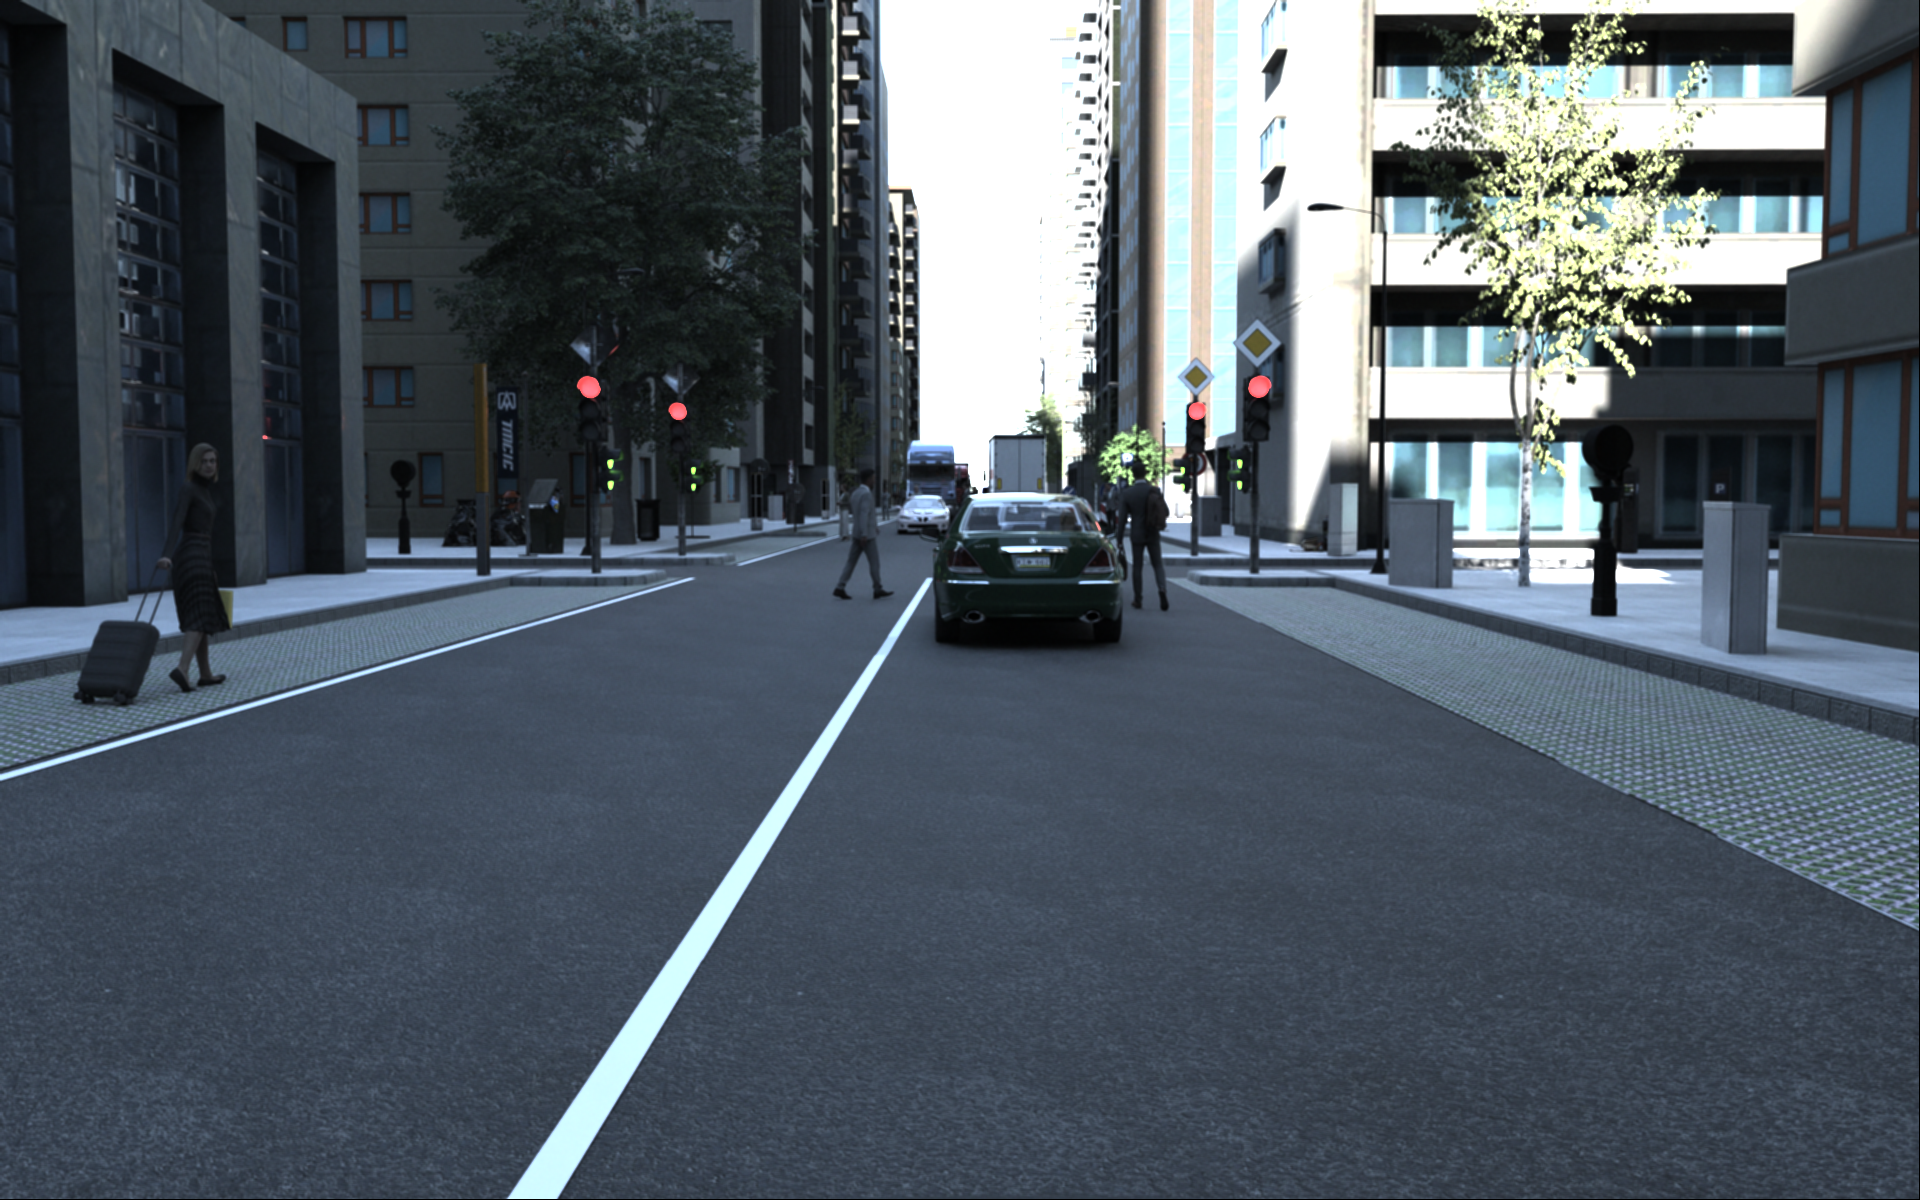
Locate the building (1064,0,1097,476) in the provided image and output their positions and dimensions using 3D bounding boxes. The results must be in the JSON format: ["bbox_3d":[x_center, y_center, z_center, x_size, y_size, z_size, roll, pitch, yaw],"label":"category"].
[{"bbox_3d":[21.641,-32.751,155.088,23.786,49.044,30.456,0,4,1],"label":"building"}]

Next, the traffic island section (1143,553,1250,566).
[{"bbox_3d":[4.883,-0.835,35.930,2.009,0.180,2.903,0,4,1],"label":"traffic island section"}]

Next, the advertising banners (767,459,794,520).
[{"bbox_3d":[-8.867,-5.488,85.910,0.090,3.025,2.074,2,4,35],"label":"advertising banners"}]

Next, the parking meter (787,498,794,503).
[{"bbox_3d":[-8.030,-4.501,82.005,0.372,1.533,0.369,0,3,0],"label":"parking meter"}]

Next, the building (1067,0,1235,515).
[{"bbox_3d":[18.846,-42.245,128.963,20.563,71.187,20.611,0,4,1],"label":"building"}]

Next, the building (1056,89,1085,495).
[{"bbox_3d":[17.568,-30.246,178.110,14.154,41.232,14.086,0,4,1],"label":"building"}]

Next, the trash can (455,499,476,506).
[{"bbox_3d":[-13.122,-2.125,46.392,0.748,1.137,0.748,0,3,0],"label":"trash can"}]

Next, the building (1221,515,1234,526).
[{"bbox_3d":[21.009,-38.408,66.222,20.563,71.187,20.611,0,4,1],"label":"building"}]

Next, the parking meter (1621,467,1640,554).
[{"bbox_3d":[14.484,-1.939,37.414,0.255,1.863,0.399,3,4,36],"label":"parking meter"}]

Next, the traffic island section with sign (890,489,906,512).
[{"bbox_3d":[-4.434,-7.767,135.622,1.989,1.847,2.006,0,4,1],"label":"traffic island section with sign"}]

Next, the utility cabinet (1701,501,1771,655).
[{"bbox_3d":[6.411,-0.194,14.327,0.306,1.237,1.020,1,4,11],"label":"utility cabinet"}]

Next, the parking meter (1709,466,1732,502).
[{"bbox_3d":[16.081,-1.893,36.658,0.399,1.863,0.255,2,4,32],"label":"parking meter"}]

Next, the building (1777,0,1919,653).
[{"bbox_3d":[21.424,-9.556,1.279,27.650,21.520,28.899,0,4,1],"label":"building"}]

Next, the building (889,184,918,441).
[{"bbox_3d":[-17.167,-35.713,238.539,22.147,44.769,28.867,0,4,1],"label":"building"}]

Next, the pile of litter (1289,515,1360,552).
[{"bbox_3d":[8.176,-1.519,38.808,1.719,0.858,1.176,0,4,-2],"label":"pile of litter"}]

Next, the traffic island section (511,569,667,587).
[{"bbox_3d":[-5.918,-0.356,28.098,2.009,0.180,2.903,0,4,1],"label":"traffic island section"}]

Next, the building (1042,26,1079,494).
[{"bbox_3d":[21.231,-41.811,225.613,21.231,58.520,28.212,0,4,1],"label":"building"}]

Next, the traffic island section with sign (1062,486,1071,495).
[{"bbox_3d":[5.244,-4.702,85.507,1.989,1.847,2.006,0,4,1],"label":"traffic island section with sign"}]

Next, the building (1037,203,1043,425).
[{"bbox_3d":[22.621,-36.697,254.617,22.147,44.769,28.867,0,4,1],"label":"building"}]

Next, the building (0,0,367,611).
[{"bbox_3d":[-25.471,-42.962,15.095,31.000,86.520,22.319,0,4,1],"label":"building"}]

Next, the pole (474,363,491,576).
[{"bbox_3d":[-7.495,-2.038,27.161,0.158,3.312,0.155,0,3,0],"label":"pole"}]

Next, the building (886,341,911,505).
[{"bbox_3d":[-20.439,-22.350,210.462,27.650,21.520,28.899,0,4,1],"label":"building"}]

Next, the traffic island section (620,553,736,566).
[{"bbox_3d":[-5.807,-0.844,36.083,2.009,0.180,2.903,0,4,1],"label":"traffic island section"}]

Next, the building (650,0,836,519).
[{"bbox_3d":[-14.459,-19.759,94.762,14.160,30.474,14.107,0,4,1],"label":"building"}]

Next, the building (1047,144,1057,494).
[{"bbox_3d":[17.284,-31.895,205.084,14.154,41.232,14.086,0,4,1],"label":"building"}]

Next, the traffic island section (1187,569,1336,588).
[{"bbox_3d":[4.772,-0.346,27.945,2.009,0.180,2.903,0,4,1],"label":"traffic island section"}]

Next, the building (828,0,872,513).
[{"bbox_3d":[-17.903,-28.778,125.151,22.147,44.769,28.867,0,4,1],"label":"building"}]

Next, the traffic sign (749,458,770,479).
[{"bbox_3d":[-7.138,-3.761,61.606,0.768,2.556,0.104,1,4,11],"label":"traffic sign"}]

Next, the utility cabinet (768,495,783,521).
[{"bbox_3d":[-8.863,-4.405,83.182,0.306,1.237,1.020,1,4,22],"label":"utility cabinet"}]

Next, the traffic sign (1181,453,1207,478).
[{"bbox_3d":[6.752,-3.057,50.084,0.768,2.556,0.104,0,4,2],"label":"traffic sign"}]

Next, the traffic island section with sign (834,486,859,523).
[{"bbox_3d":[-5.129,-4.681,85.159,1.989,1.847,2.006,0,4,1],"label":"traffic island section with sign"}]

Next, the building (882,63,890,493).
[{"bbox_3d":[-14.411,-32.098,174.909,14.600,45.320,14.200,0,4,1],"label":"building"}]

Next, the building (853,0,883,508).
[{"bbox_3d":[-18.188,-37.394,153.390,21.231,58.520,28.212,0,4,1],"label":"building"}]

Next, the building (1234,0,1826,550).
[{"bbox_3d":[19.059,-25.981,48.487,21.600,48.544,21.300,0,4,1],"label":"building"}]

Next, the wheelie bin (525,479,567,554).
[{"bbox_3d":[-8.910,-1.796,37.273,0.980,1.594,0.693,2,4,29],"label":"wheelie bin"}]

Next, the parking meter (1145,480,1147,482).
[{"bbox_3d":[7.793,-4.185,74.130,0.399,1.863,0.255,2,4,35],"label":"parking meter"}]

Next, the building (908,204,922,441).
[{"bbox_3d":[-12.949,-37.300,259.959,14.600,45.320,14.200,0,4,1],"label":"building"}]

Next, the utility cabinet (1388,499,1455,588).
[{"bbox_3d":[6.390,-0.786,24.005,0.306,1.237,1.020,-2,4,-26],"label":"utility cabinet"}]

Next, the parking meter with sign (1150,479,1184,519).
[{"bbox_3d":[10.511,-5.611,88.002,1.738,3.016,0.543,-1,4,-9],"label":"parking meter with sign"}]

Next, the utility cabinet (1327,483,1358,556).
[{"bbox_3d":[7.928,-1.666,35.913,0.318,1.500,1.173,2,4,28],"label":"utility cabinet"}]

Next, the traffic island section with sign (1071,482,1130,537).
[{"bbox_3d":[4.872,-3.054,58.554,1.989,1.847,2.006,0,4,1],"label":"traffic island section with sign"}]

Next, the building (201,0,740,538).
[{"bbox_3d":[-24.103,-13.424,64.524,27.650,21.520,28.899,0,4,1],"label":"building"}]

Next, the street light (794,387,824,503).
[{"bbox_3d":[-6.605,-6.277,75.165,1.470,5.913,1.316,0,4,1],"label":"street light"}]

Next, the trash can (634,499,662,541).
[{"bbox_3d":[-8.532,-2.186,47.399,0.748,1.137,0.748,0,3,0],"label":"trash can"}]

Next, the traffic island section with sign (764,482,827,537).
[{"bbox_3d":[-5.513,-3.032,58.206,1.989,1.847,2.006,0,4,1],"label":"traffic island section with sign"}]

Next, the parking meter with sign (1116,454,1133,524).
[{"bbox_3d":[7.105,-4.852,75.589,0.543,3.016,1.738,0,4,-7],"label":"parking meter with sign"}]

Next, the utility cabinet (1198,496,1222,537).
[{"bbox_3d":[7.539,-2.532,52.564,0.306,1.237,1.020,3,5,44],"label":"utility cabinet"}]

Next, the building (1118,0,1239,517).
[{"bbox_3d":[16.869,-27.649,102.177,14.600,45.320,14.200,0,4,1],"label":"building"}]

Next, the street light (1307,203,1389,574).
[{"bbox_3d":[6.240,-3.380,27.798,1.470,5.913,1.316,0,4,1],"label":"street light"}]
